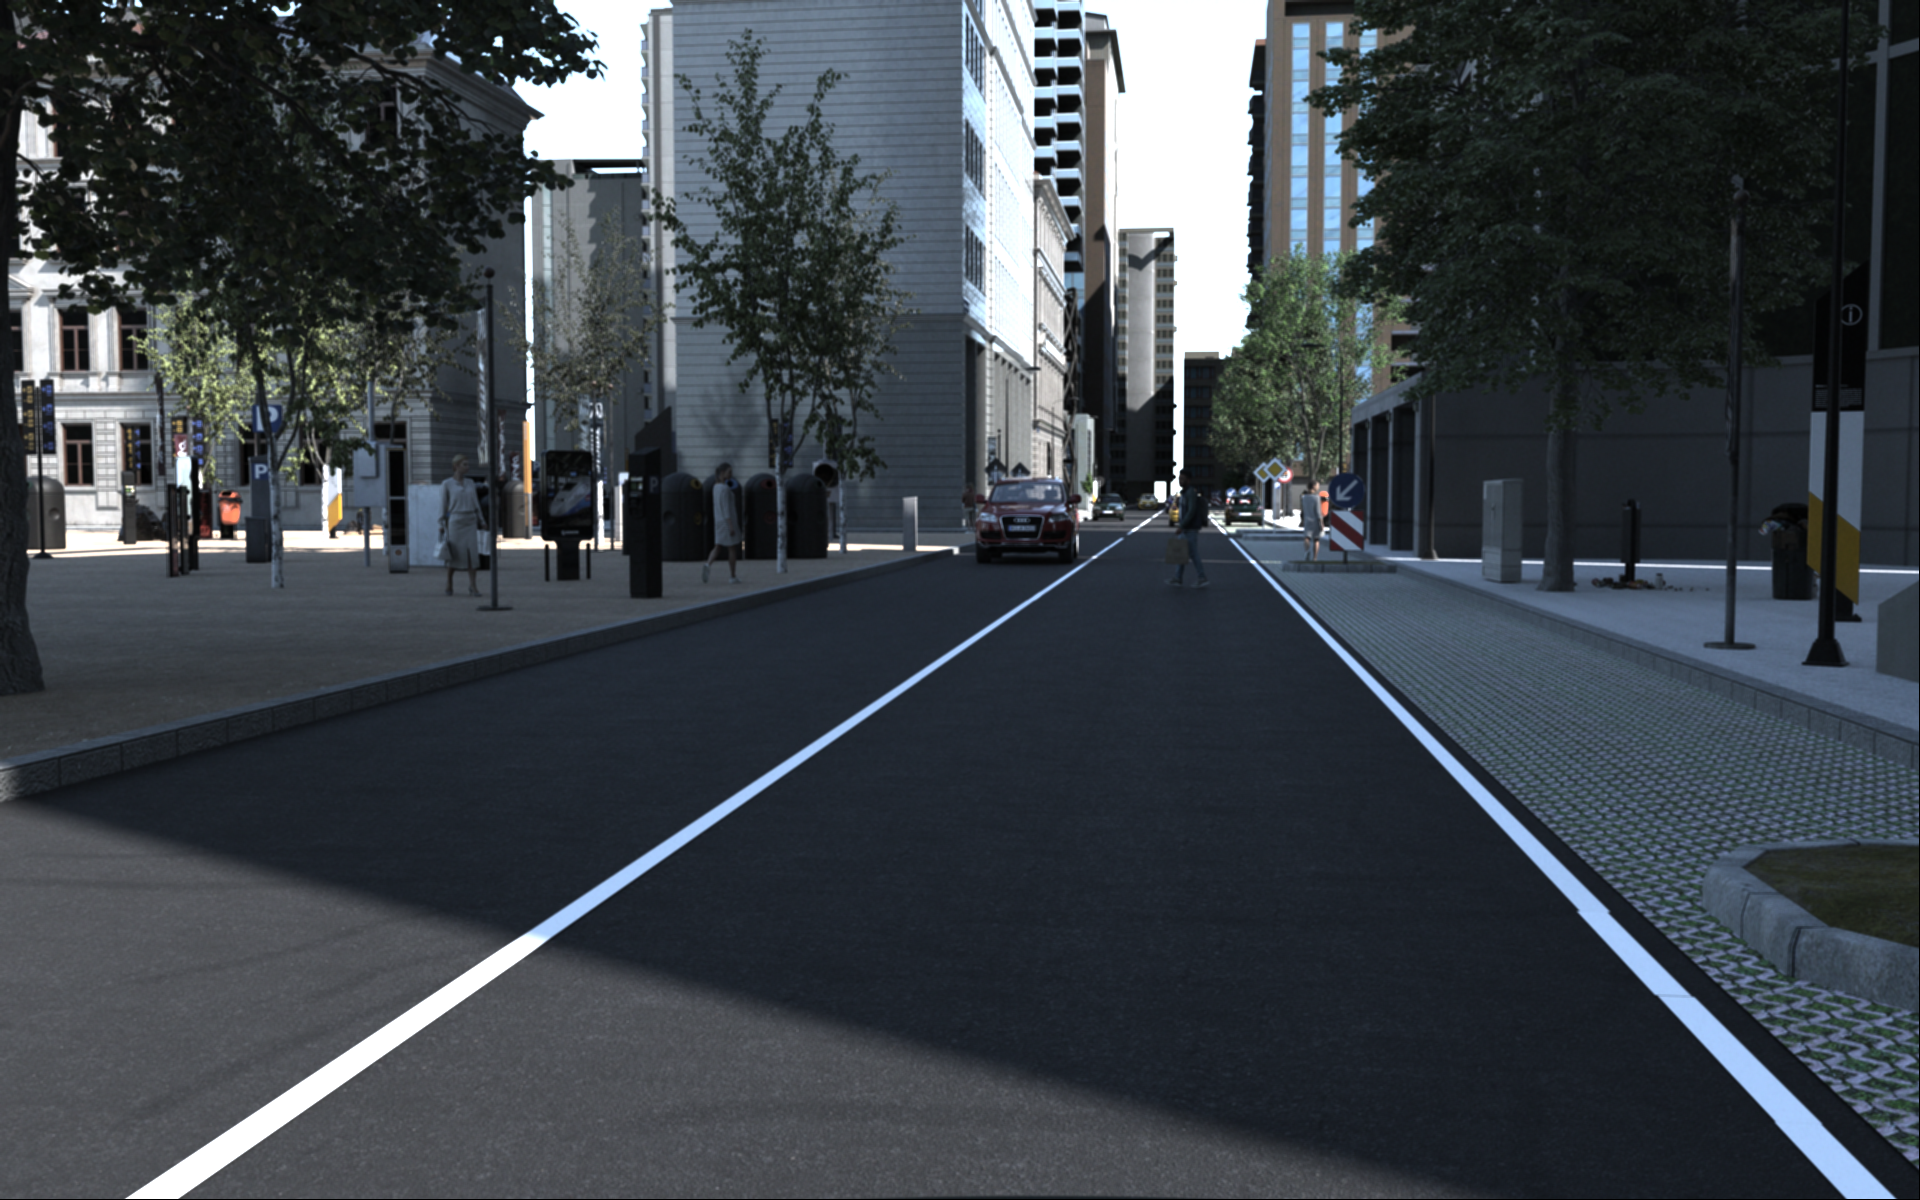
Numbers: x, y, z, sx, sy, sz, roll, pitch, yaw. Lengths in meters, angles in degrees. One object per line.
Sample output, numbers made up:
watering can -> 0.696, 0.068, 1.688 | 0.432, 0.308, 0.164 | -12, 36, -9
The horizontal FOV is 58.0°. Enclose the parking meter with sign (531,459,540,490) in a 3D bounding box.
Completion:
parking meter with sign -> -22.035, -5.824, 91.490 | 0.543, 3.016, 1.738 | 0, 4, 7

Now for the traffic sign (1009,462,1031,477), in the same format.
traffic sign -> 2.164, -3.727, 63.131 | 0.795, 2.593, 0.064 | 0, 4, 7

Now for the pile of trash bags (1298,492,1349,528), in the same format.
pile of trash bags -> 13.856, -3.442, 66.022 | 1.912, 1.369, 3.447 | 1, 4, 11

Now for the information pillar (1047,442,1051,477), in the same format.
information pillar -> 3.983, -5.265, 77.442 | 0.183, 3.616, 0.504 | 1, 4, 15

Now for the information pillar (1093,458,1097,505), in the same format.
information pillar -> 8.841, -7.462, 113.362 | 0.183, 3.616, 0.504 | 2, 4, 30

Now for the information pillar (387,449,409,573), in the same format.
information pillar -> -9.123, -1.445, 28.119 | 0.304, 2.012, 0.304 | -1, 4, -15

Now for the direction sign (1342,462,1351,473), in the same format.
direction sign -> 27.469, -7.993, 122.678 | 0.876, 3.537, 0.379 | 0, 4, 7

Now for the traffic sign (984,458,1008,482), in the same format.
traffic sign -> 1.126, -3.243, 55.214 | 0.795, 2.593, 0.064 | 0, 4, 7

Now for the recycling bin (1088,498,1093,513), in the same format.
recycling bin -> 9.320, -6.595, 120.377 | 0.722, 1.027, 0.722 | 1, 4, 11

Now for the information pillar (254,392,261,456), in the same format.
information pillar -> -16.186, -2.972, 39.947 | 0.183, 3.616, 0.504 | -2, 4, -27

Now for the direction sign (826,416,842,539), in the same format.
direction sign -> -3.621, -3.539, 49.864 | 0.379, 3.537, 0.876 | 2, 4, 25

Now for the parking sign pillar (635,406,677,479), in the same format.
parking sign pillar -> -9.411, -3.986, 53.638 | 1.447, 3.967, 1.447 | 2, 4, 26

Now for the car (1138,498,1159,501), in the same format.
car -> 18.046, -9.402, 165.722 | 2.014, 1.417, 4.499 | 1, 4, 8

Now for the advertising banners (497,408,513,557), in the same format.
advertising banners -> -9.459, -2.363, 34.826 | 0.090, 3.025, 2.074 | 0, 4, 5

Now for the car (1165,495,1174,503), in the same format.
car -> 19.357, -8.711, 154.787 | 2.083, 1.381, 4.827 | 1, 4, 8

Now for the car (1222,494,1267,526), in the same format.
car -> 12.783, -4.158, 77.774 | 2.009, 1.686, 4.222 | 1, 4, 8

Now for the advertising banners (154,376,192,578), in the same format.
advertising banners -> -12.205, -1.875, 26.838 | 0.090, 3.025, 2.074 | -1, 4, -12

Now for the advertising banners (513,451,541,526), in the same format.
advertising banners -> -17.123, -4.487, 69.555 | 2.074, 3.025, 0.090 | 0, 4, 7

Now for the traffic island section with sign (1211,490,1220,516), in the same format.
traffic island section with sign -> 17.751, -6.455, 114.162 | 1.989, 1.847, 2.006 | 0, 4, 7

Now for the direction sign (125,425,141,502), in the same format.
direction sign -> -27.422, -4.007, 57.507 | 0.379, 3.537, 0.876 | 0, 4, 2

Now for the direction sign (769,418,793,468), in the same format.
direction sign -> -5.376, -3.672, 52.031 | 0.876, 3.537, 0.379 | 2, 4, 31

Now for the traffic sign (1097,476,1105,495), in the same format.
traffic sign -> 9.827, -7.473, 122.291 | 0.768, 2.556, 0.104 | 1, 4, 16

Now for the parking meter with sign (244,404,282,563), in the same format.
parking meter with sign -> -13.285, -2.246, 32.982 | 0.543, 3.016, 1.738 | -1, 4, -14

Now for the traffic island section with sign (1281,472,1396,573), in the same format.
traffic island section with sign -> 7.001, -1.441, 32.183 | 1.989, 1.847, 2.006 | 0, 4, 7

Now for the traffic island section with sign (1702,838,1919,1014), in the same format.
traffic island section with sign -> 3.489, 0.199, 5.372 | 1.989, 1.847, 2.006 | 0, 4, 7

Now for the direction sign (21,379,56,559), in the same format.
direction sign -> -18.266, -2.593, 34.392 | 0.876, 3.537, 0.379 | 2, 4, 23

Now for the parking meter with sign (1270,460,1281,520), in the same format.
parking meter with sign -> 15.797, -5.523, 86.554 | 0.543, 3.016, 1.738 | 0, 4, 8

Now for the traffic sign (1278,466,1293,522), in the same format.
traffic sign -> 14.914, -4.867, 79.675 | 0.768, 2.556, 0.104 | 1, 4, 12

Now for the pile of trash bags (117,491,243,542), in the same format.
pile of trash bags -> -21.267, -2.301, 47.375 | 3.447, 1.369, 1.912 | 0, 4, 7

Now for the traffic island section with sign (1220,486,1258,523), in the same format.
traffic island section with sign -> 14.117, -4.759, 86.441 | 1.989, 1.847, 2.006 | 0, 4, 7

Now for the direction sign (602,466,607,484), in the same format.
direction sign -> -29.136, -9.096, 140.723 | 0.876, 3.537, 0.379 | -2, 4, -31

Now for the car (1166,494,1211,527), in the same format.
car -> 10.151, -4.082, 76.965 | 2.015, 1.641, 3.980 | 0, 4, 6

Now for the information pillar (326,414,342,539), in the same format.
information pillar -> -17.910, -3.557, 49.515 | 0.504, 3.616, 0.183 | 2, 4, 29

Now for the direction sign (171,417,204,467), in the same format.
direction sign -> -22.601, -3.593, 50.741 | 0.876, 3.537, 0.379 | -1, 4, -11

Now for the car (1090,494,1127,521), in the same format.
car -> 8.043, -5.131, 93.685 | 2.009, 1.686, 4.222 | 0, 4, 6

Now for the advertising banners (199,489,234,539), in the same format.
advertising banners -> -21.712, -3.279, 49.795 | 2.074, 3.025, 0.090 | 1, 4, 17

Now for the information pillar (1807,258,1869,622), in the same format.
information pillar -> 8.821, -1.593, 17.395 | 0.504, 3.616, 0.183 | 1, 4, 23

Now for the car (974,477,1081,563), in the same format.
car -> 1.510, -1.769, 37.597 | 2.281, 1.827, 5.304 | 0, 4, 6

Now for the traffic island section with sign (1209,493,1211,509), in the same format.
traffic island section with sign -> 24.191, -9.458, 163.270 | 1.989, 1.847, 2.006 | 0, 4, 7

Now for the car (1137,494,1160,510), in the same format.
car -> 16.570, -8.706, 152.568 | 2.015, 1.641, 3.980 | 0, 4, 6

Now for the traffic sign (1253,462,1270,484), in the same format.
traffic sign -> 10.881, -3.656, 61.972 | 0.795, 2.593, 0.064 | 0, 4, 7

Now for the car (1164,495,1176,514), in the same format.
car -> 15.987, -7.014, 127.262 | 1.945, 1.354, 3.894 | 0, 4, 7

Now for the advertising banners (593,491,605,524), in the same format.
advertising banners -> -16.026, -4.692, 72.897 | 2.074, 3.025, 0.090 | -1, 4, -17

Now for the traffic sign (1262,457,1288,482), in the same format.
traffic sign -> 9.843, -3.172, 54.054 | 0.795, 2.593, 0.064 | 0, 4, 7
